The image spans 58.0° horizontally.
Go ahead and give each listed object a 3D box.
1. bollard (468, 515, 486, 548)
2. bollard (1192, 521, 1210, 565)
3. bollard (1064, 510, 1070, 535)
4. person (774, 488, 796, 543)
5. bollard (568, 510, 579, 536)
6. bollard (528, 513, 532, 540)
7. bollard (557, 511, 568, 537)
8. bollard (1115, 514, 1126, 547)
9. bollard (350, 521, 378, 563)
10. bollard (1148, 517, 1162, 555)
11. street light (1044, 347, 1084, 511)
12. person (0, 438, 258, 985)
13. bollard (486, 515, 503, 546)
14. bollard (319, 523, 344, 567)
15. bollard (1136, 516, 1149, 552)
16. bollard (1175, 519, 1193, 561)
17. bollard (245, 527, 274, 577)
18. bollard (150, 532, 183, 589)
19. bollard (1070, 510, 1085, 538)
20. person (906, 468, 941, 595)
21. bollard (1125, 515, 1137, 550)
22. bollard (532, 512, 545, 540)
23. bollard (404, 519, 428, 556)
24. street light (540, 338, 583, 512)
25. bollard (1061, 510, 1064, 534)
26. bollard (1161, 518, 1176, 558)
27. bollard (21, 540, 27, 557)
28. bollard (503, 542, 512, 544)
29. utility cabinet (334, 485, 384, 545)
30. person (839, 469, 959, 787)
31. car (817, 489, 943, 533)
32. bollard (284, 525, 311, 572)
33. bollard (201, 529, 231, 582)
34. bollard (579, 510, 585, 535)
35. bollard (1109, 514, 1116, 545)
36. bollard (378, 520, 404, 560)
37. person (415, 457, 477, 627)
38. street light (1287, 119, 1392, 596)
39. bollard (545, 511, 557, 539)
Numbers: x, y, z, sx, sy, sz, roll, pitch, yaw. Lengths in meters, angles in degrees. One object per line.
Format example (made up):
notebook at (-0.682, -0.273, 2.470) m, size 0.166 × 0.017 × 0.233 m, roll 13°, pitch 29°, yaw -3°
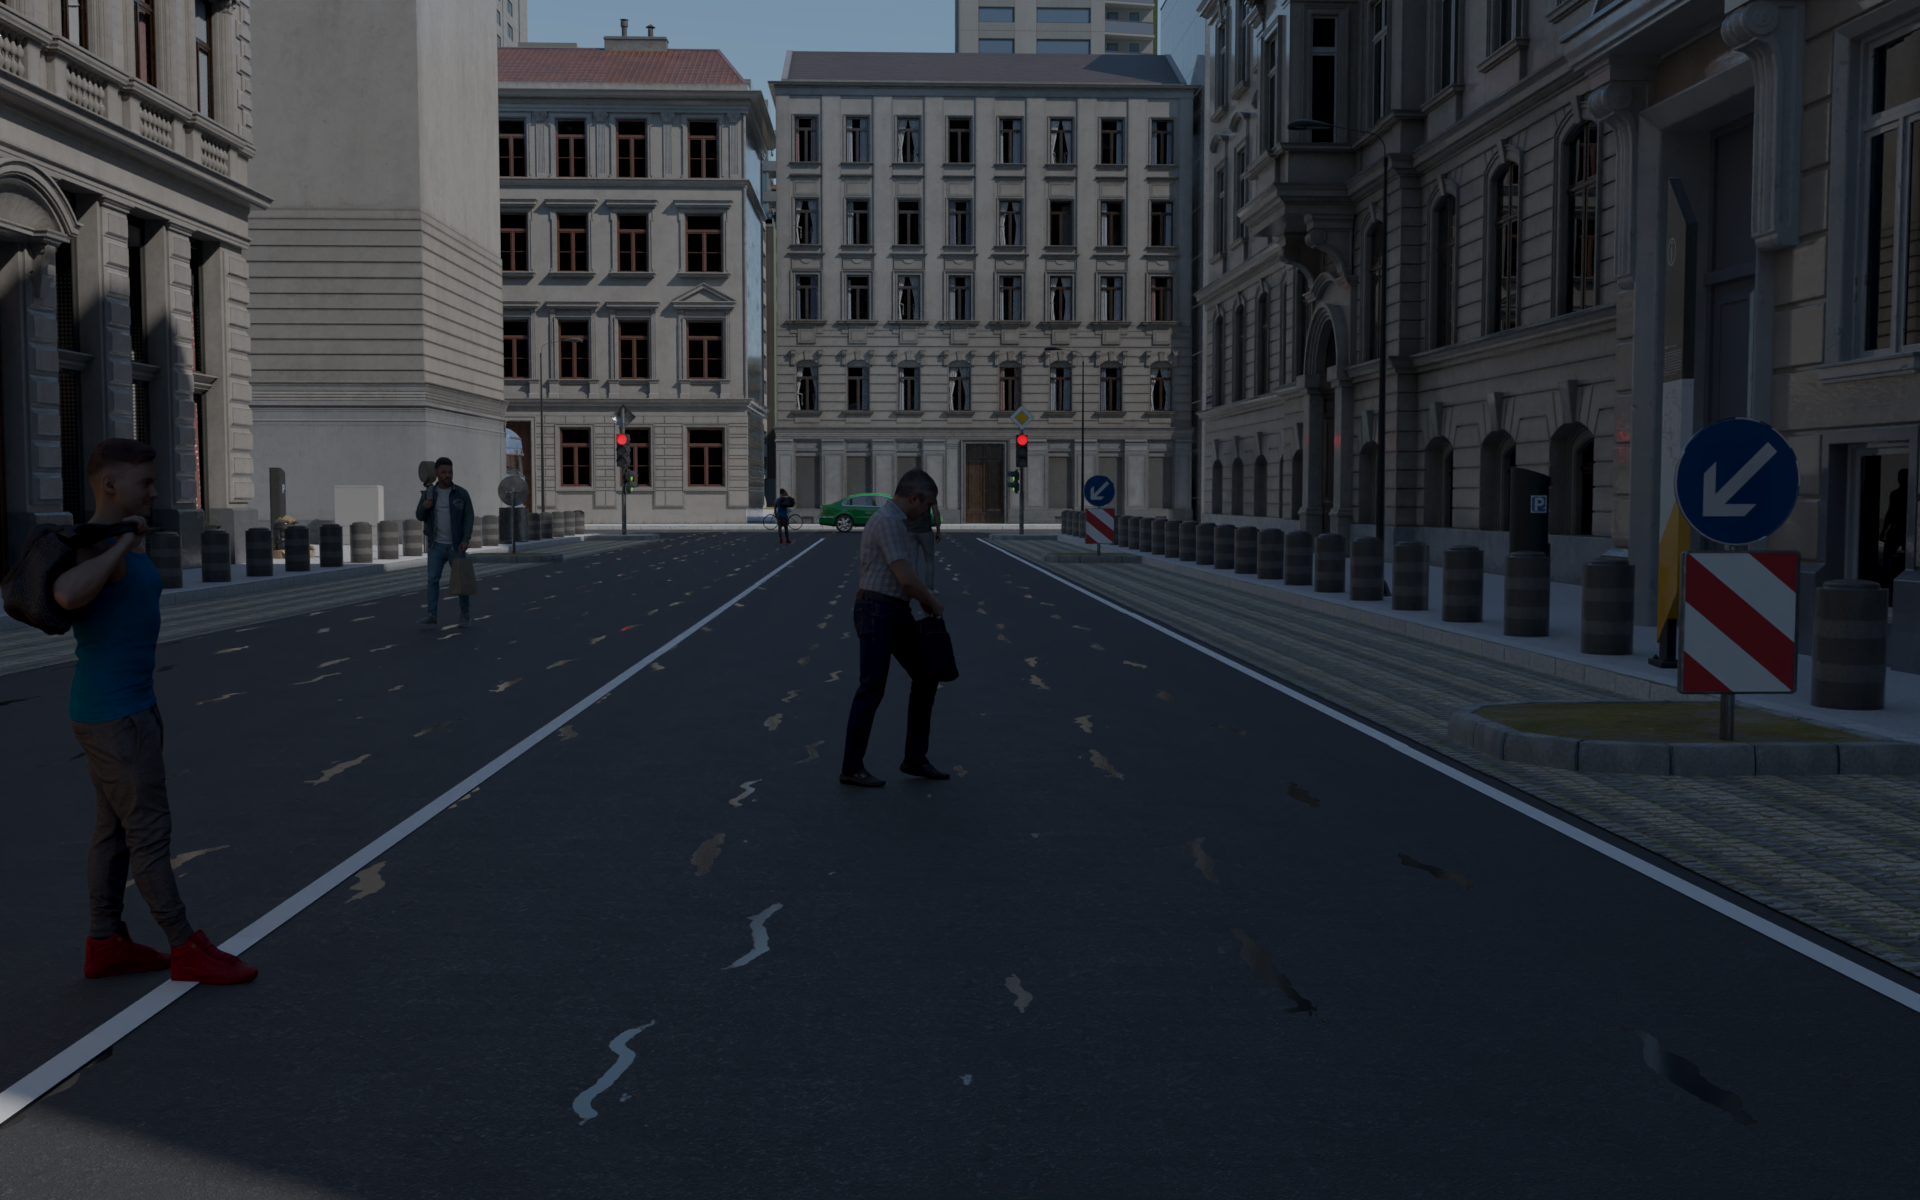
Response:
bollard at (-11.537, -1.609, 41.021) m, size 0.404 × 0.777 × 0.398 m, roll 0°, pitch 3°, yaw 0°
bollard at (4.486, -1.022, 31.429) m, size 0.404 × 0.777 × 0.398 m, roll 0°, pitch 3°, yaw 0°
bollard at (3.537, -2.410, 54.113) m, size 0.404 × 0.777 × 0.398 m, roll 0°, pitch 3°, yaw 0°
person at (-5.083, -2.445, 50.343) m, size 0.647 × 1.594 × 0.662 m, roll 0°, pitch 4°, yaw -2°
bollard at (-12.040, -2.356, 53.240) m, size 0.404 × 0.777 × 0.398 m, roll 0°, pitch 3°, yaw 0°
bollard at (-11.758, -1.929, 46.263) m, size 0.404 × 0.777 × 0.398 m, roll 0°, pitch 3°, yaw 0°
bollard at (-11.975, -2.250, 51.499) m, size 0.404 × 0.777 × 0.398 m, roll 0°, pitch 3°, yaw 0°
bollard at (4.041, -1.663, 41.913) m, size 0.404 × 0.777 × 0.398 m, roll 0°, pitch 3°, yaw 0°
bollard at (-11.170, -1.076, 32.305) m, size 0.404 × 0.777 × 0.398 m, roll 0°, pitch 3°, yaw 0°
bollard at (4.264, -1.343, 36.680) m, size 0.404 × 0.777 × 0.398 m, roll 0°, pitch 3°, yaw 0°
street light at (3.347, -5.032, 54.812) m, size 1.470 × 5.913 × 1.316 m, roll 0°, pitch 4°, yaw -2°
person at (-2.421, 0.326, 5.045) m, size 0.662 × 1.594 × 0.647 m, roll -1°, pitch 4°, yaw -22°
bollard at (-11.609, -1.716, 42.771) m, size 0.404 × 0.777 × 0.398 m, roll 0°, pitch 3°, yaw 0°
bollard at (-11.098, -0.969, 30.564) m, size 0.404 × 0.777 × 0.398 m, roll 0°, pitch 3°, yaw 0°
bollard at (4.187, -1.450, 38.432) m, size 0.404 × 0.777 × 0.398 m, roll 0°, pitch 3°, yaw 0°
bollard at (4.407, -1.129, 33.184) m, size 0.404 × 0.777 × 0.398 m, roll 0°, pitch 3°, yaw 0°
bollard at (-10.951, -0.756, 27.069) m, size 0.404 × 0.777 × 0.398 m, roll 0°, pitch 3°, yaw 0°
bollard at (-10.806, -0.543, 23.588) m, size 0.404 × 0.777 × 0.398 m, roll 0°, pitch 3°, yaw 0°
bollard at (3.609, -2.303, 52.372) m, size 0.404 × 0.777 × 0.398 m, roll 0°, pitch 3°, yaw 0°
person at (-0.563, -0.978, 24.623) m, size 0.598 × 1.807 × 0.434 m, roll 1°, pitch 4°, yaw 12°
bollard at (4.113, -1.557, 40.173) m, size 0.404 × 0.777 × 0.398 m, roll 0°, pitch 3°, yaw 0°
bollard at (-11.825, -2.037, 48.016) m, size 0.404 × 0.777 × 0.398 m, roll 0°, pitch 3°, yaw 0°
bollard at (-11.318, -1.289, 35.790) m, size 0.404 × 0.777 × 0.398 m, roll 0°, pitch 3°, yaw 0°
street light at (-11.926, -4.840, 51.671) m, size 1.470 × 5.913 × 1.316 m, roll 0°, pitch 4°, yaw -2°
bollard at (3.464, -2.516, 55.853) m, size 0.404 × 0.777 × 0.398 m, roll 0°, pitch 3°, yaw 0°
bollard at (4.336, -1.237, 34.939) m, size 0.404 × 0.777 × 0.398 m, roll 0°, pitch 3°, yaw 0°
bollard at (-10.660, -0.330, 20.106) m, size 0.404 × 0.777 × 0.398 m, roll 0°, pitch 3°, yaw 0°
bollard at (-11.683, -1.823, 44.522) m, size 0.404 × 0.777 × 0.398 m, roll 0°, pitch 3°, yaw 0°
utility cabinet at (-15.029, -2.121, 43.357) m, size 1.173 × 1.500 × 0.318 m, roll 1°, pitch 4°, yaw 9°
person at (-0.302, 0.128, 8.621) m, size 0.590 × 1.554 × 0.614 m, roll 0°, pitch 4°, yaw 1°
car at (-3.017, -3.456, 65.306) m, size 4.718 × 1.807 × 1.959 m, roll 0°, pitch 4°, yaw -4°
bollard at (-11.028, -0.863, 28.822) m, size 0.404 × 0.777 × 0.398 m, roll 0°, pitch 3°, yaw 0°
bollard at (-10.880, -0.649, 25.329) m, size 0.404 × 0.777 × 0.398 m, roll 0°, pitch 3°, yaw 0°
bollard at (-12.119, -2.463, 54.983) m, size 0.404 × 0.777 × 0.398 m, roll 0°, pitch 3°, yaw 0°
bollard at (3.969, -1.771, 43.668) m, size 0.404 × 0.777 × 0.398 m, roll 0°, pitch 3°, yaw 0°
bollard at (-11.247, -1.182, 34.045) m, size 0.404 × 0.777 × 0.398 m, roll 0°, pitch 3°, yaw 0°
person at (-5.435, -0.611, 18.472) m, size 0.794 × 1.824 × 0.713 m, roll 1°, pitch 4°, yaw 16°
street light at (4.753, -3.005, 21.669) m, size 1.470 × 5.913 × 1.316 m, roll 0°, pitch 4°, yaw -2°
bollard at (-11.898, -2.143, 49.758) m, size 0.404 × 0.777 × 0.398 m, roll 0°, pitch 3°, yaw 0°
